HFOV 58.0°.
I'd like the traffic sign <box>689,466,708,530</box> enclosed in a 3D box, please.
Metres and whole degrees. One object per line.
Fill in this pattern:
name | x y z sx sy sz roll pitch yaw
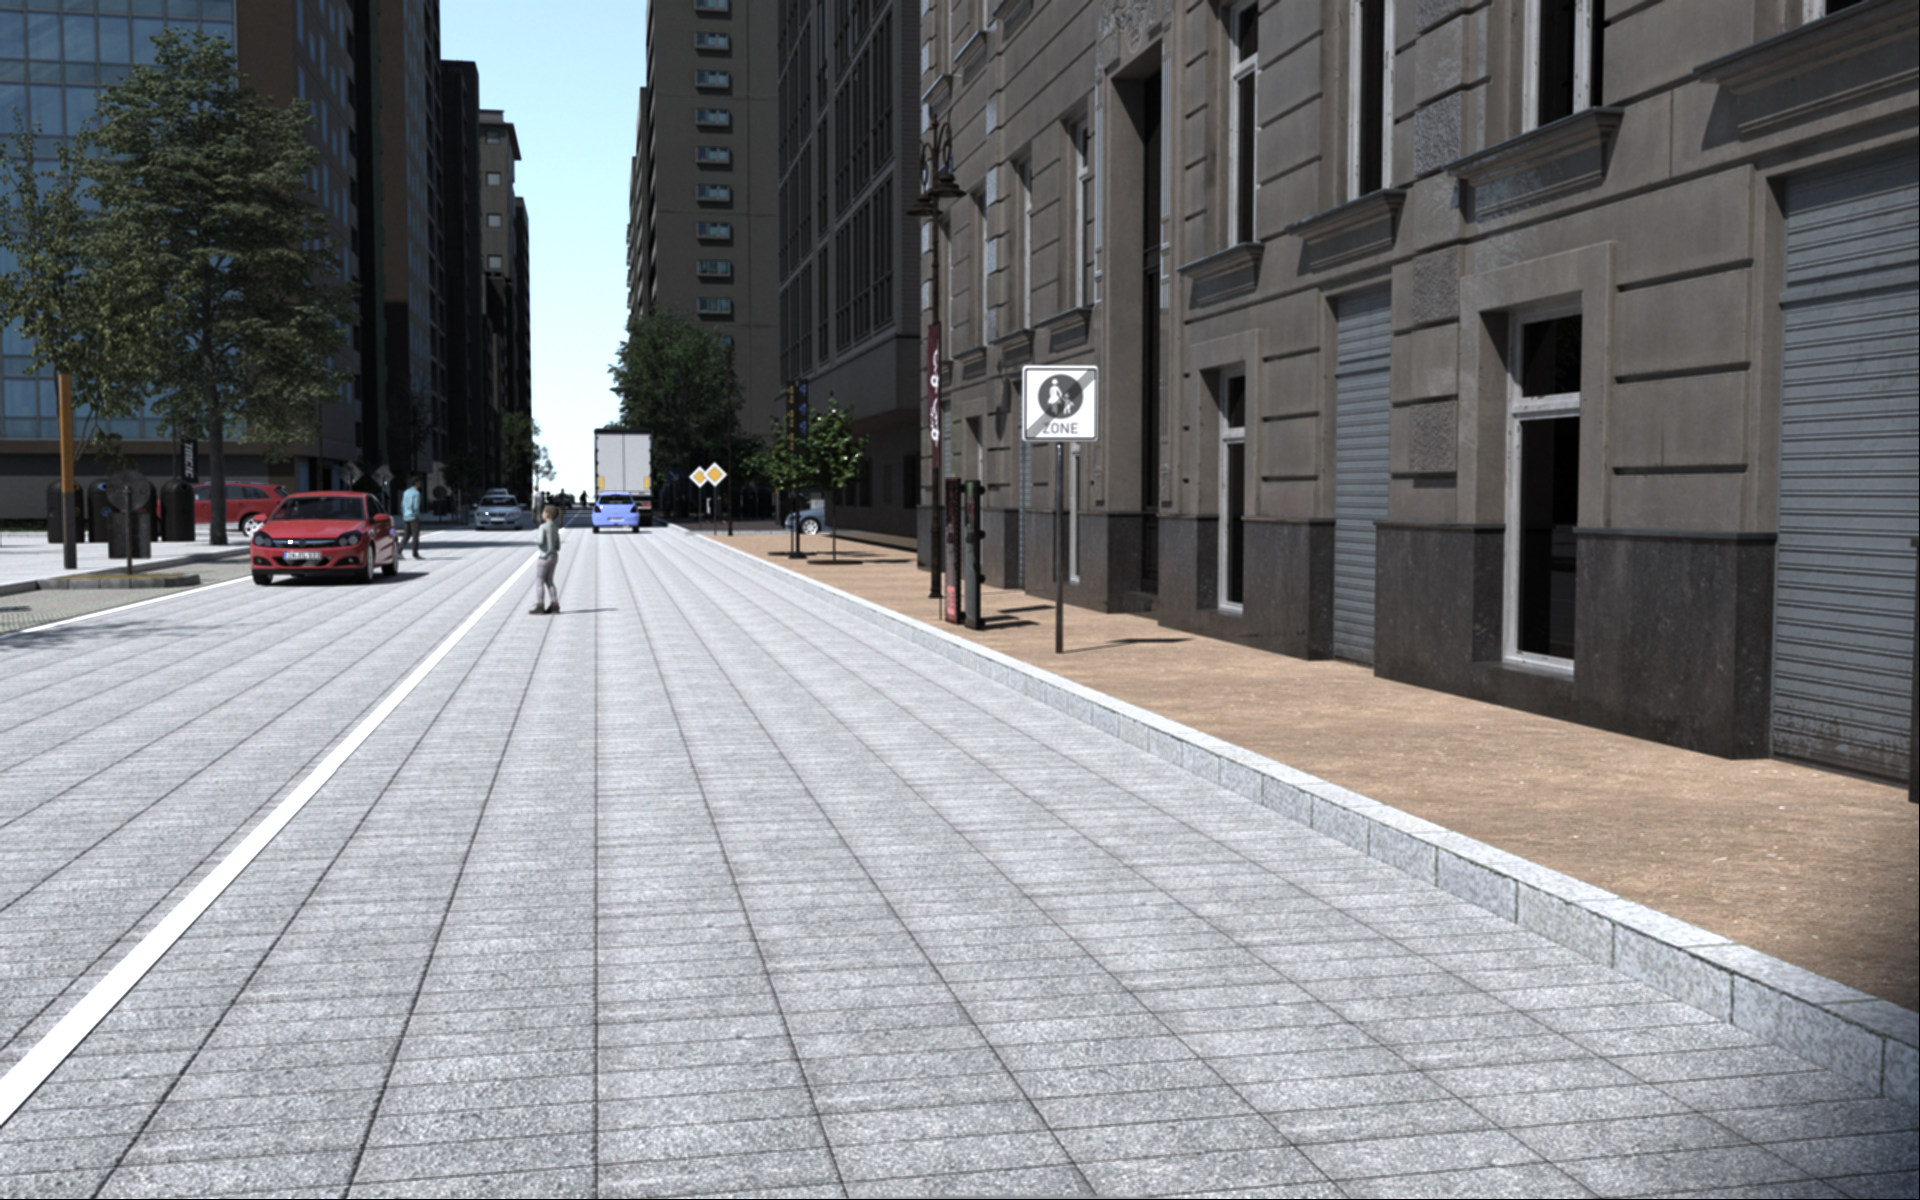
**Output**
traffic sign | -9.234 -3.539 61.501 0.795 2.450 0.064 -1 4 -12

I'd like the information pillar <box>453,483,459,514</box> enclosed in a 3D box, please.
information pillar | -32.131 -6.477 110.385 0.304 2.012 0.304 -2 4 -26

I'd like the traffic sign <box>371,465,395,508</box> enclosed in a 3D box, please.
traffic sign | -19.755 -3.406 59.325 0.795 2.450 0.064 -1 4 -12

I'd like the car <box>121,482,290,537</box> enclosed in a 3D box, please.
car | -23.615 -2.811 54.628 5.304 1.827 2.281 -1 4 -10

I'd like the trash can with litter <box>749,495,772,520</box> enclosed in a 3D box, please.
trash can with litter | -10.428 -4.681 87.592 1.678 1.210 2.233 -3 5 -43

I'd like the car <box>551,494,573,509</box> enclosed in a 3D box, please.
car | -38.773 -9.601 168.775 2.131 1.459 4.920 -1 4 -11

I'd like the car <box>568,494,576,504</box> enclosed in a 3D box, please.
car | -55.464 -14.388 245.463 2.015 1.641 3.980 -1 4 -12

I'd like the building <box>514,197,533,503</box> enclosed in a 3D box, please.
building | -76.927 -39.195 264.533 21.300 48.544 21.600 -1 4 -12

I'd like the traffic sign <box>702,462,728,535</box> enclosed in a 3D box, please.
traffic sign | -7.595 -3.061 53.685 0.795 2.450 0.064 -1 4 -12

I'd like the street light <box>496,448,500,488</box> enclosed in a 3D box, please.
street light | -44.050 -11.779 165.374 0.468 5.910 1.993 -1 4 -12

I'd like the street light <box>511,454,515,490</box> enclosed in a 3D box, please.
street light | -50.606 -13.673 196.342 0.468 5.910 1.993 -1 4 -12

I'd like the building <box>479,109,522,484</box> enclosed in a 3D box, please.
building | -75.394 -39.737 238.946 28.713 52.752 27.495 -1 4 -12

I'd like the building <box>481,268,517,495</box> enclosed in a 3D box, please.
building | -64.220 -27.465 220.748 14.160 30.474 14.107 -1 4 -12

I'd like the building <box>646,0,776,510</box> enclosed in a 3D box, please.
building | -16.083 -32.253 151.037 21.300 48.544 21.600 -1 4 -12

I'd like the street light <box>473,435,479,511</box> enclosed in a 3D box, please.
street light | -37.544 -9.880 134.325 0.468 5.910 1.993 -1 4 -12

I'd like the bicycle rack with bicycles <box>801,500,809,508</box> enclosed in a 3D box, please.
bicycle rack with bicycles | -9.353 -6.126 113.545 2.852 0.926 2.925 0 4 -3

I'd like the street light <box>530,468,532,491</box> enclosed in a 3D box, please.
street light | -60.907 -16.707 245.953 0.468 5.910 1.993 -1 4 -12

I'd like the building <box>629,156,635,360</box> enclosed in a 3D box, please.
building | -34.218 -37.580 238.140 21.300 48.544 21.600 -1 4 -12

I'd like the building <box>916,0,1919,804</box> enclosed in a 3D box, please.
building | 7.271 -13.502 18.029 12.463 27.353 25.104 -1 4 -12

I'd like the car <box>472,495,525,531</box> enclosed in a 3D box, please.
car | -18.394 -3.495 69.150 2.014 1.417 4.499 -1 4 -13

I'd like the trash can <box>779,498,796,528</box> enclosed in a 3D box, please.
trash can | -6.543 -3.322 65.966 0.748 1.137 0.748 0 3 0

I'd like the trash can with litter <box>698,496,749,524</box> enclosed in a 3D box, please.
trash can with litter | -10.689 -3.972 75.999 1.678 1.210 2.233 -3 4 -38

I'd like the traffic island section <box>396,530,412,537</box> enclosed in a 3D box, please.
traffic island section | -19.776 -2.269 59.382 2.009 0.180 2.903 -1 4 -12

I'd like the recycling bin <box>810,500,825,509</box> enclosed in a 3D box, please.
recycling bin | -6.496 -4.117 79.866 0.722 1.027 0.722 -1 4 -15

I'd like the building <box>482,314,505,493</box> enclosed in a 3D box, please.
building | -61.895 -20.370 178.093 27.650 21.520 28.899 -1 4 -12

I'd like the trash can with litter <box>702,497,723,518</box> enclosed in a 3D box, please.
trash can with litter | -13.088 -4.892 91.370 0.624 1.170 1.055 3 4 37

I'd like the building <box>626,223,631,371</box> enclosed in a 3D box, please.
building | -42.101 -40.290 278.349 23.786 49.044 30.456 -1 4 -12

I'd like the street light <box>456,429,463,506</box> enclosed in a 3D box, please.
street light | -34.575 -9.001 119.959 0.468 5.910 1.993 -1 4 -12

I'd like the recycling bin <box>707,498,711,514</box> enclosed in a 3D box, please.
recycling bin | -15.621 -5.965 110.084 0.722 1.027 0.722 1 4 20

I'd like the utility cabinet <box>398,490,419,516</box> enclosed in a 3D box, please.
utility cabinet | -32.549 -5.721 102.210 1.173 1.500 0.318 -1 4 -22

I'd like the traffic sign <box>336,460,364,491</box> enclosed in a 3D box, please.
traffic sign | -18.116 -2.928 51.509 0.795 2.450 0.064 -1 4 -12

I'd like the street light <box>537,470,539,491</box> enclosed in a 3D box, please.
street light | -67.301 -18.566 276.348 0.468 5.910 1.993 -1 4 -12

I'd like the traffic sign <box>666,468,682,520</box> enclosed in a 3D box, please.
traffic sign | -13.890 -5.143 84.191 0.768 2.556 0.104 -1 4 -10

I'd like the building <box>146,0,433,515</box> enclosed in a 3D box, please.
building | -41.620 -28.115 109.793 14.600 45.320 14.200 -1 4 -12

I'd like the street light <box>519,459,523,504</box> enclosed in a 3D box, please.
street light | -54.590 -14.838 215.386 0.468 5.910 1.993 -1 4 -12

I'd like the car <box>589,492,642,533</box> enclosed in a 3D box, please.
car | -12.802 -3.352 64.397 1.945 1.707 3.694 -1 4 -12

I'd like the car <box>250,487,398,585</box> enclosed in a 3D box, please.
car | -10.540 -1.213 28.878 2.155 1.783 4.494 -1 4 -10

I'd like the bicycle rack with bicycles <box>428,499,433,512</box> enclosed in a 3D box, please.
bicycle rack with bicycles | -37.247 -6.667 122.392 2.925 0.926 2.852 -3 5 -42

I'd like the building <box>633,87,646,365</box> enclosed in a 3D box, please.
building | -26.115 -35.238 199.845 21.300 48.544 21.600 -1 4 -12

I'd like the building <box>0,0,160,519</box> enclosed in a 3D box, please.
building | -31.874 -25.476 66.646 14.600 45.320 14.200 -1 4 -12

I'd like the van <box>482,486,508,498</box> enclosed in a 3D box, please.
van | -32.908 -7.095 123.009 2.013 2.044 4.112 -1 4 -12

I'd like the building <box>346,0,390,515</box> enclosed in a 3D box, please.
building | -37.561 -19.376 88.503 14.160 30.474 14.107 -1 4 -12

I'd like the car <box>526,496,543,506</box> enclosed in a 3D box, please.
car | -48.790 -11.422 198.754 2.014 1.417 4.499 -1 4 -10

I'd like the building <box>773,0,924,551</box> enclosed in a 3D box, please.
building | 3.607 -15.216 42.294 14.314 27.812 24.014 -1 4 -12

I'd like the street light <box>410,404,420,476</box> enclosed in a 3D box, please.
street light | -28.158 -7.143 89.569 0.468 5.910 1.993 -1 4 -12

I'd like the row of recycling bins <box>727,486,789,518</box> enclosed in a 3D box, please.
row of recycling bins | -11.011 -5.342 94.456 3.534 1.692 1.069 1 4 12

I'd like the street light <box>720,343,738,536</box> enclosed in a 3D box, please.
street light | -7.069 -4.915 53.141 0.468 5.910 1.993 -1 4 -12

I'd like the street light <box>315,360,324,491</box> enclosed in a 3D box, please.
street light | -21.834 -5.283 59.159 0.468 5.910 1.993 -1 4 -12

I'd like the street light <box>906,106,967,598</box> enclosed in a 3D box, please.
street light | -0.300 -2.961 21.199 0.468 5.910 1.993 -1 4 -12

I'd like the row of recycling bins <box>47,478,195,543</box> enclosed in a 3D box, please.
row of recycling bins | -22.335 -2.387 46.142 3.534 1.692 1.069 -2 4 -32

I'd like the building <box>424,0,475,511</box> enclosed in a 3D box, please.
building | -50.393 -42.867 139.125 20.563 71.187 20.611 -1 4 -12

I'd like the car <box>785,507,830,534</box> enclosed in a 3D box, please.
car | -3.751 -2.904 59.477 4.499 1.417 2.014 -1 4 -11

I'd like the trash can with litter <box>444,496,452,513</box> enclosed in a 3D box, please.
trash can with litter | -34.902 -6.537 118.260 0.624 1.170 1.055 0 4 -7

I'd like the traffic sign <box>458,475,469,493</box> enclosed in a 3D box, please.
traffic sign | -33.804 -7.210 117.988 0.768 2.556 0.104 -1 4 -10

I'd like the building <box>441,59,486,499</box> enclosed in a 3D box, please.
building | -51.148 -28.989 157.572 14.154 41.232 14.086 -1 4 -12
